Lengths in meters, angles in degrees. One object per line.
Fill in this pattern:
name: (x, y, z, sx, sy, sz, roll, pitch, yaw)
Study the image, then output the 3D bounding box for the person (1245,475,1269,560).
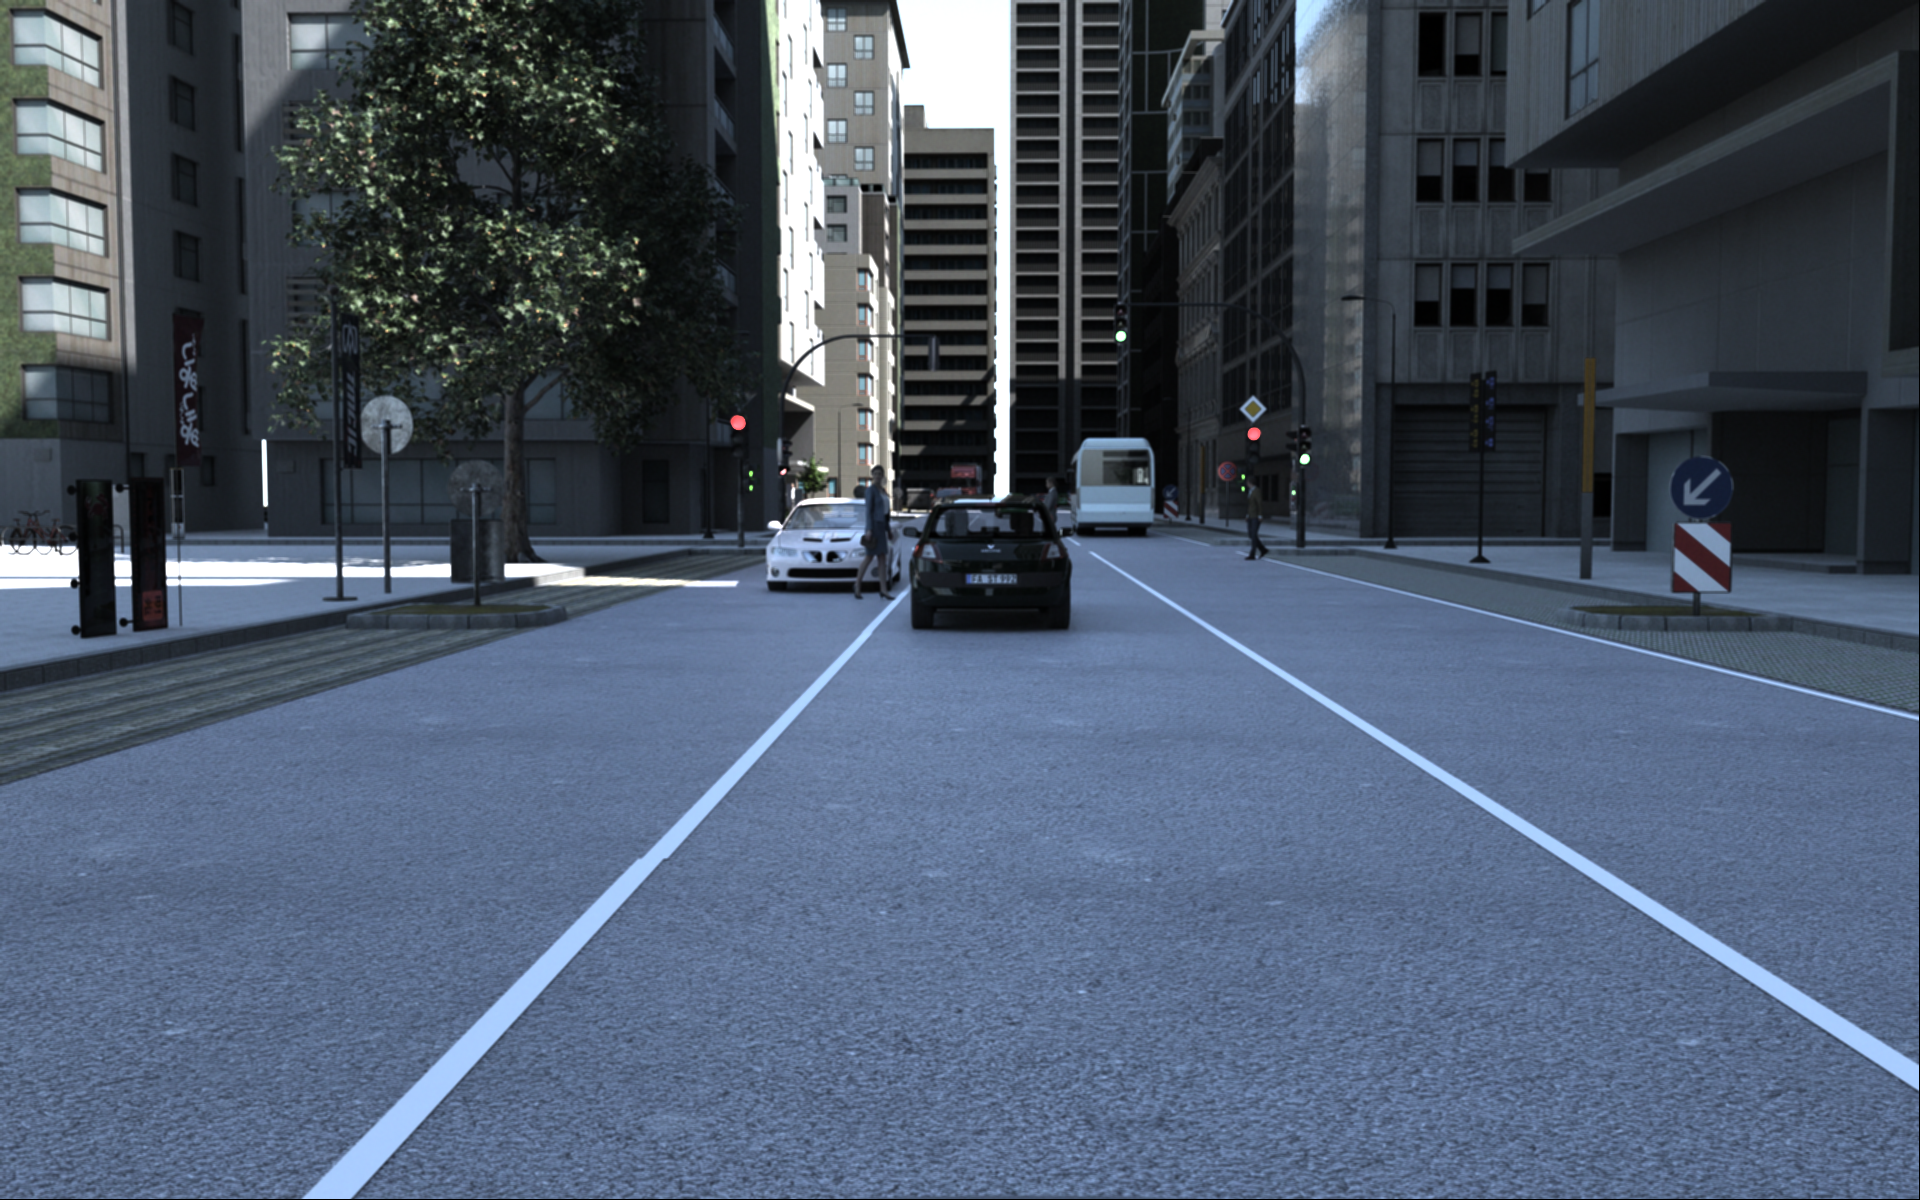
person: (6.464, -1.809, 37.987, 0.836, 1.842, 0.656, -3, 5, -42)

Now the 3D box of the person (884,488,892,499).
person: (-5.533, -7.515, 129.731, 0.721, 1.723, 1.217, 3, 4, 37)

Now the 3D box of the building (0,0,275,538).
building: (-32.722, -22.787, 56.156, 14.086, 41.232, 14.154, 0, 4, 1)

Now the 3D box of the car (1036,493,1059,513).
car: (6.594, -7.676, 134.540, 2.155, 1.783, 4.494, 0, 4, 2)

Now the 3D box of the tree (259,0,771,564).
tree: (-8.183, -7.028, 31.919, 9.611, 12.733, 9.660, 0, 3, 0)

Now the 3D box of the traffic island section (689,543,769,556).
traffic island section: (-5.288, -1.187, 41.683, 2.009, 0.180, 2.903, 0, 4, 1)

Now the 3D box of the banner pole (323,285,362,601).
banner pole: (-7.461, -1.898, 21.050, 0.401, 3.779, 0.863, 0, 4, 8)

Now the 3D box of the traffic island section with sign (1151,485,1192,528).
traffic island section with sign: (8.899, -4.037, 74.626, 1.989, 1.847, 2.006, 0, 4, 1)

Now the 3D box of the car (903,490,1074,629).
car: (0.331, -0.614, 19.819, 2.009, 1.686, 4.222, 0, 4, 0)

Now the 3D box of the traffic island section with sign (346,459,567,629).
traffic island section with sign: (-5.462, -0.643, 19.149, 1.989, 1.847, 2.006, 0, 4, 1)

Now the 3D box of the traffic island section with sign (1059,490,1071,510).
traffic island section with sign: (11.233, -10.380, 178.342, 1.989, 1.847, 2.006, 0, 4, 1)

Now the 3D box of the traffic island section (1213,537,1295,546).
traffic island section: (8.329, -1.656, 49.360, 2.009, 0.180, 2.903, 0, 4, 1)

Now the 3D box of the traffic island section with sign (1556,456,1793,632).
traffic island section with sign: (7.652, -0.626, 18.871, 1.989, 1.847, 2.006, 0, 4, 1)

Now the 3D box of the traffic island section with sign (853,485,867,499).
traffic island section with sign: (-4.218, -4.038, 74.644, 1.989, 1.847, 2.006, 0, 4, 1)

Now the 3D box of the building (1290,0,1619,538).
building: (21.624, -14.498, 55.063, 19.932, 24.808, 12.078, 0, 4, 1)

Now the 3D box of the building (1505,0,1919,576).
building: (25.448, -26.649, 24.954, 28.713, 52.752, 27.495, 0, 4, 1)

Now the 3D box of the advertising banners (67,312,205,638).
advertising banners: (-7.653, -1.226, 16.241, 0.090, 3.025, 2.074, 1, 4, 9)

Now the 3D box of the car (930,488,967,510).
car: (-0.604, -5.708, 102.001, 2.281, 1.827, 5.304, 0, 4, 1)

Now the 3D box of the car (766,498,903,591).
car: (-1.919, -0.910, 27.234, 2.083, 1.381, 4.827, 0, 4, 1)

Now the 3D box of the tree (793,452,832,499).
tree: (-6.707, -5.176, 79.235, 1.663, 3.219, 1.824, 0, 3, 0)

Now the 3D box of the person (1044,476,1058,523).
person: (1.736, -1.633, 35.480, 0.573, 1.790, 0.520, 0, 4, -4)

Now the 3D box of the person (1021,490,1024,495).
person: (6.717, -10.811, 185.289, 0.705, 1.821, 1.348, -2, 4, -25)

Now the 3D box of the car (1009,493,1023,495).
car: (3.145, -5.821, 103.965, 1.959, 1.807, 4.718, 0, 4, -1)

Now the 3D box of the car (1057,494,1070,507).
car: (11.190, -10.862, 186.391, 1.959, 1.807, 4.718, 0, 4, -1)

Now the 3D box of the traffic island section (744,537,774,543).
traffic island section: (-5.108, -1.675, 49.667, 2.009, 0.180, 2.903, 0, 4, 1)

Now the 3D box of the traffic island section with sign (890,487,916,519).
traffic island section with sign: (-3.617, -5.686, 101.592, 1.989, 1.847, 2.006, 0, 4, 1)

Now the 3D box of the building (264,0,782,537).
building: (-13.745, -22.797, 56.326, 14.154, 41.232, 14.086, 0, 4, 1)

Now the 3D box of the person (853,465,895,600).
person: (-1.162, -0.920, 23.571, 0.654, 1.822, 0.581, 3, 5, 44)

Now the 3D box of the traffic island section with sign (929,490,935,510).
traffic island section with sign: (-2.469, -8.760, 151.845, 1.989, 1.847, 2.006, 0, 4, 1)

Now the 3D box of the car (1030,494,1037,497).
car: (7.375, -9.491, 167.180, 2.014, 1.417, 4.499, 0, 4, 2)

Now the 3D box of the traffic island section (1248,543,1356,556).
traffic island section: (8.150, -1.168, 41.377, 2.009, 0.180, 2.903, 0, 4, 1)

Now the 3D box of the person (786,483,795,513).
person: (-8.289, -4.828, 85.073, 0.679, 1.850, 0.850, 1, 4, 13)
